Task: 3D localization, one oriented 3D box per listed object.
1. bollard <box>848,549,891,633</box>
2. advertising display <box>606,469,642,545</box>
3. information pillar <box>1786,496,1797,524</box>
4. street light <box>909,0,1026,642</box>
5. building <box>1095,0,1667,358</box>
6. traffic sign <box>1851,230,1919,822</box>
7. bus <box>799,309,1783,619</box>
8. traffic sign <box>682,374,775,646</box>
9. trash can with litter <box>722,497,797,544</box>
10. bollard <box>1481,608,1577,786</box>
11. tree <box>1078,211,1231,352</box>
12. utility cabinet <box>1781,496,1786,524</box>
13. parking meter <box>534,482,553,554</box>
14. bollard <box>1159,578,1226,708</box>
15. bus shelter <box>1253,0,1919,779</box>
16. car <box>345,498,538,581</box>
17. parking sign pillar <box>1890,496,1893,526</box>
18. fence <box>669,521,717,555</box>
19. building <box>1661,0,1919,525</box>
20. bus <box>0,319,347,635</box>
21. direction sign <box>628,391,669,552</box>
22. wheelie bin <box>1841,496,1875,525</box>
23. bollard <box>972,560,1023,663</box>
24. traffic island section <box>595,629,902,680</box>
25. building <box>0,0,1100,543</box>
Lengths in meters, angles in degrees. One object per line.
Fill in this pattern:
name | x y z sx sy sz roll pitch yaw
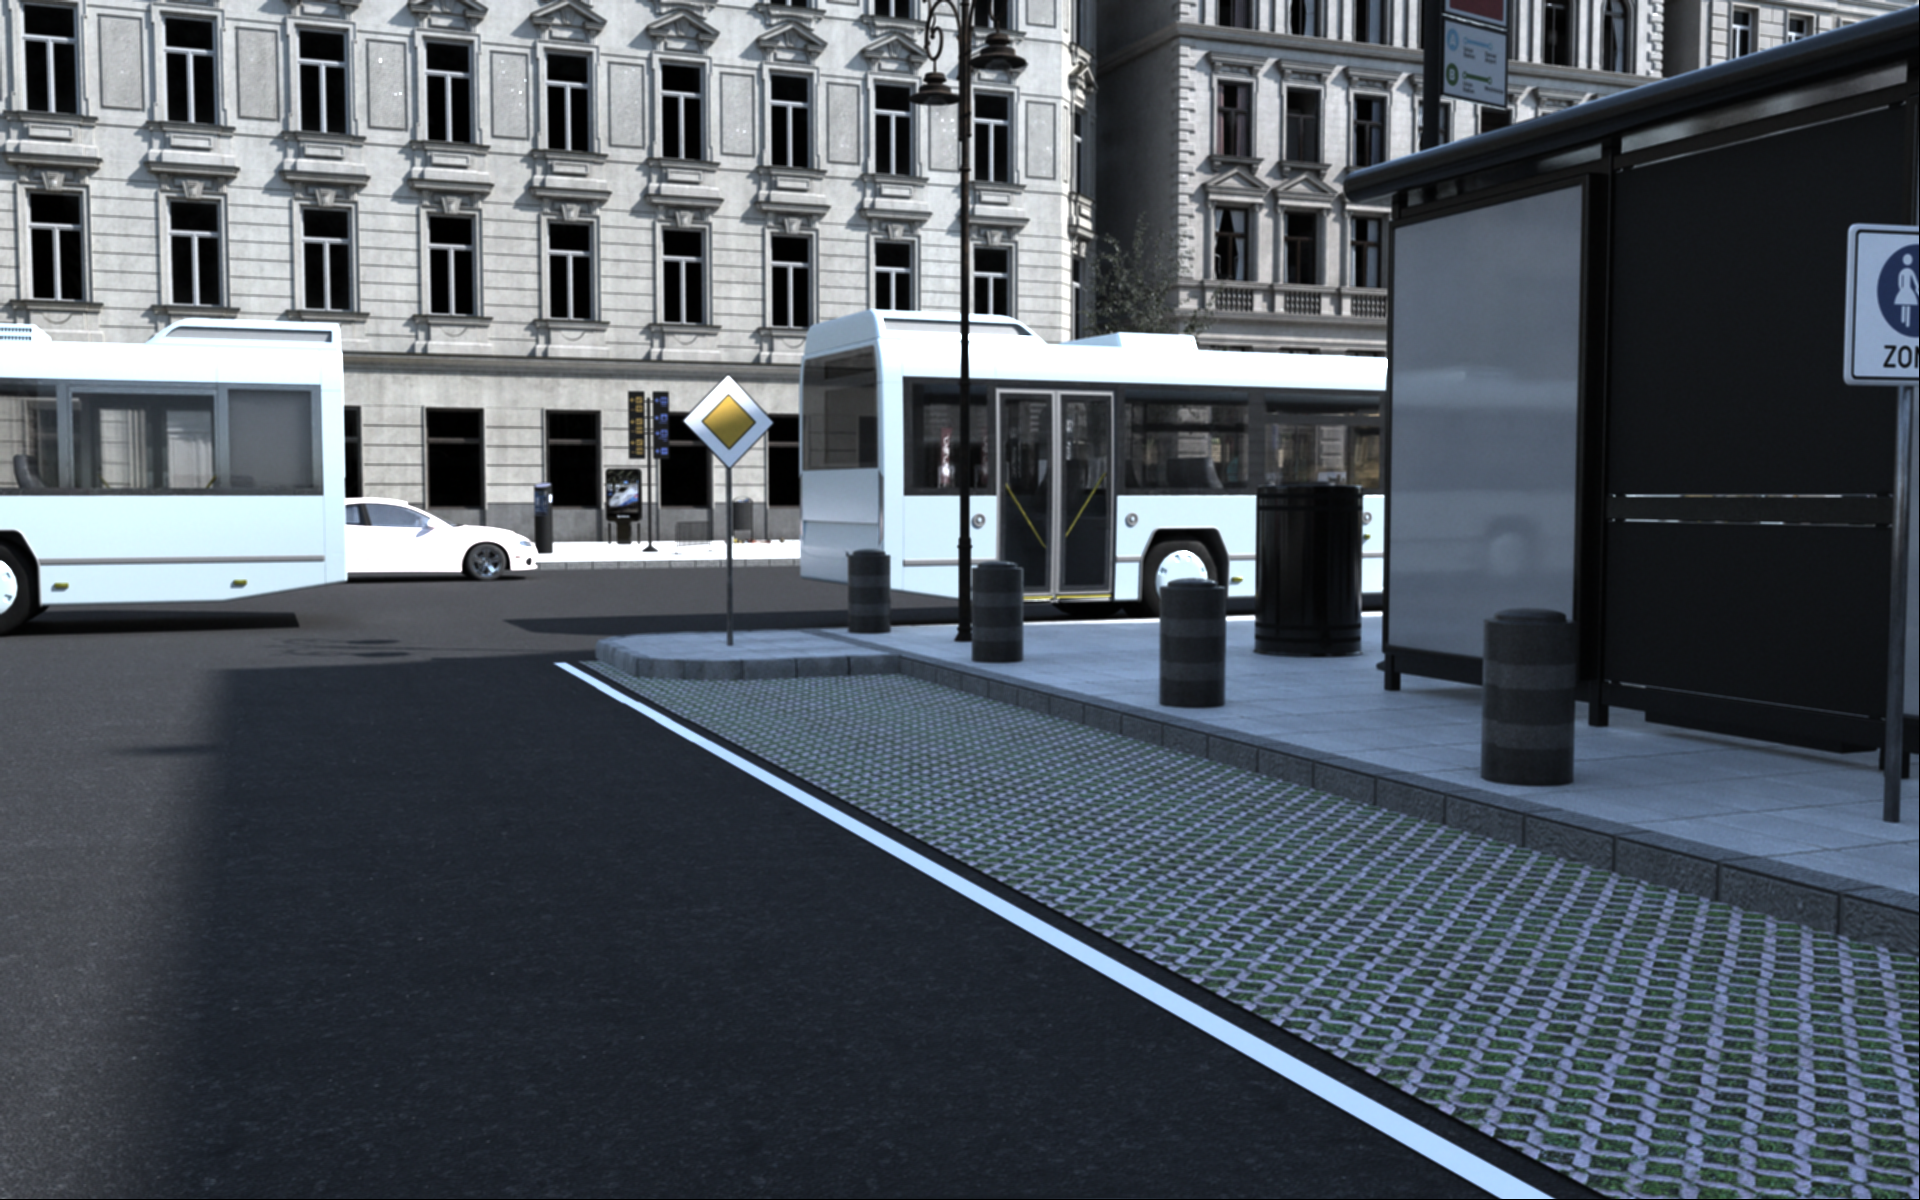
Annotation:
bollard | -0.843 -0.085 16.109 0.404 0.777 0.398 0 3 0
advertising display | -8.551 -2.376 44.069 0.974 1.923 0.123 1 4 19
information pillar | 28.610 -4.182 59.737 0.504 3.616 0.183 0 4 -1
street light | 0.042 -2.579 14.957 0.468 5.910 1.993 -1 4 -22
building | 13.346 -14.129 59.889 19.941 23.489 11.050 -1 4 -22
traffic sign | 3.649 -0.280 6.713 0.606 2.300 0.079 -1 4 -14
bus | 4.771 -1.584 20.765 13.247 3.499 2.948 -2 4 -24
traffic sign | -1.952 -0.671 14.613 0.795 2.450 0.064 -1 4 -22
trash can with litter | -5.263 -2.087 45.188 2.233 1.210 1.678 -1 4 -22
bollard | 2.552 0.425 7.776 0.404 0.777 0.398 0 3 0
tree | 5.027 -5.865 46.252 4.360 8.622 3.978 0 3 0
utility cabinet | 25.695 -2.788 54.265 0.318 1.500 1.173 2 4 29
parking meter | -8.965 -1.766 37.283 0.372 1.533 0.369 0 3 0
bollard | 1.418 0.254 10.559 0.404 0.777 0.398 0 3 0
bus shelter | 4.060 -1.988 10.137 2.179 5.291 8.768 -1 4 -22
car | -9.498 -1.005 28.795 4.827 1.381 2.083 -1 4 -23
parking sign pillar | 29.800 -4.011 54.050 1.447 3.967 1.447 1 4 17
fence | -5.769 -1.354 37.515 0.278 0.683 2.069 1 4 13
building | 34.113 -16.588 68.478 25.104 27.353 12.463 -1 4 -22
bus | -13.133 -1.358 17.064 13.247 3.499 2.948 -1 4 -22
direction sign | -6.870 -2.832 38.299 0.876 3.537 0.379 -1 4 -11
wheelie bin | 24.234 -2.373 46.710 0.693 1.594 0.980 -2 4 -30
bollard | 0.288 0.084 13.336 0.404 0.777 0.398 0 3 0
traffic island section | -1.933 0.464 14.699 2.009 0.180 2.903 -1 4 -22
building | -17.776 -16.757 50.392 44.131 29.872 17.030 -1 4 -22
